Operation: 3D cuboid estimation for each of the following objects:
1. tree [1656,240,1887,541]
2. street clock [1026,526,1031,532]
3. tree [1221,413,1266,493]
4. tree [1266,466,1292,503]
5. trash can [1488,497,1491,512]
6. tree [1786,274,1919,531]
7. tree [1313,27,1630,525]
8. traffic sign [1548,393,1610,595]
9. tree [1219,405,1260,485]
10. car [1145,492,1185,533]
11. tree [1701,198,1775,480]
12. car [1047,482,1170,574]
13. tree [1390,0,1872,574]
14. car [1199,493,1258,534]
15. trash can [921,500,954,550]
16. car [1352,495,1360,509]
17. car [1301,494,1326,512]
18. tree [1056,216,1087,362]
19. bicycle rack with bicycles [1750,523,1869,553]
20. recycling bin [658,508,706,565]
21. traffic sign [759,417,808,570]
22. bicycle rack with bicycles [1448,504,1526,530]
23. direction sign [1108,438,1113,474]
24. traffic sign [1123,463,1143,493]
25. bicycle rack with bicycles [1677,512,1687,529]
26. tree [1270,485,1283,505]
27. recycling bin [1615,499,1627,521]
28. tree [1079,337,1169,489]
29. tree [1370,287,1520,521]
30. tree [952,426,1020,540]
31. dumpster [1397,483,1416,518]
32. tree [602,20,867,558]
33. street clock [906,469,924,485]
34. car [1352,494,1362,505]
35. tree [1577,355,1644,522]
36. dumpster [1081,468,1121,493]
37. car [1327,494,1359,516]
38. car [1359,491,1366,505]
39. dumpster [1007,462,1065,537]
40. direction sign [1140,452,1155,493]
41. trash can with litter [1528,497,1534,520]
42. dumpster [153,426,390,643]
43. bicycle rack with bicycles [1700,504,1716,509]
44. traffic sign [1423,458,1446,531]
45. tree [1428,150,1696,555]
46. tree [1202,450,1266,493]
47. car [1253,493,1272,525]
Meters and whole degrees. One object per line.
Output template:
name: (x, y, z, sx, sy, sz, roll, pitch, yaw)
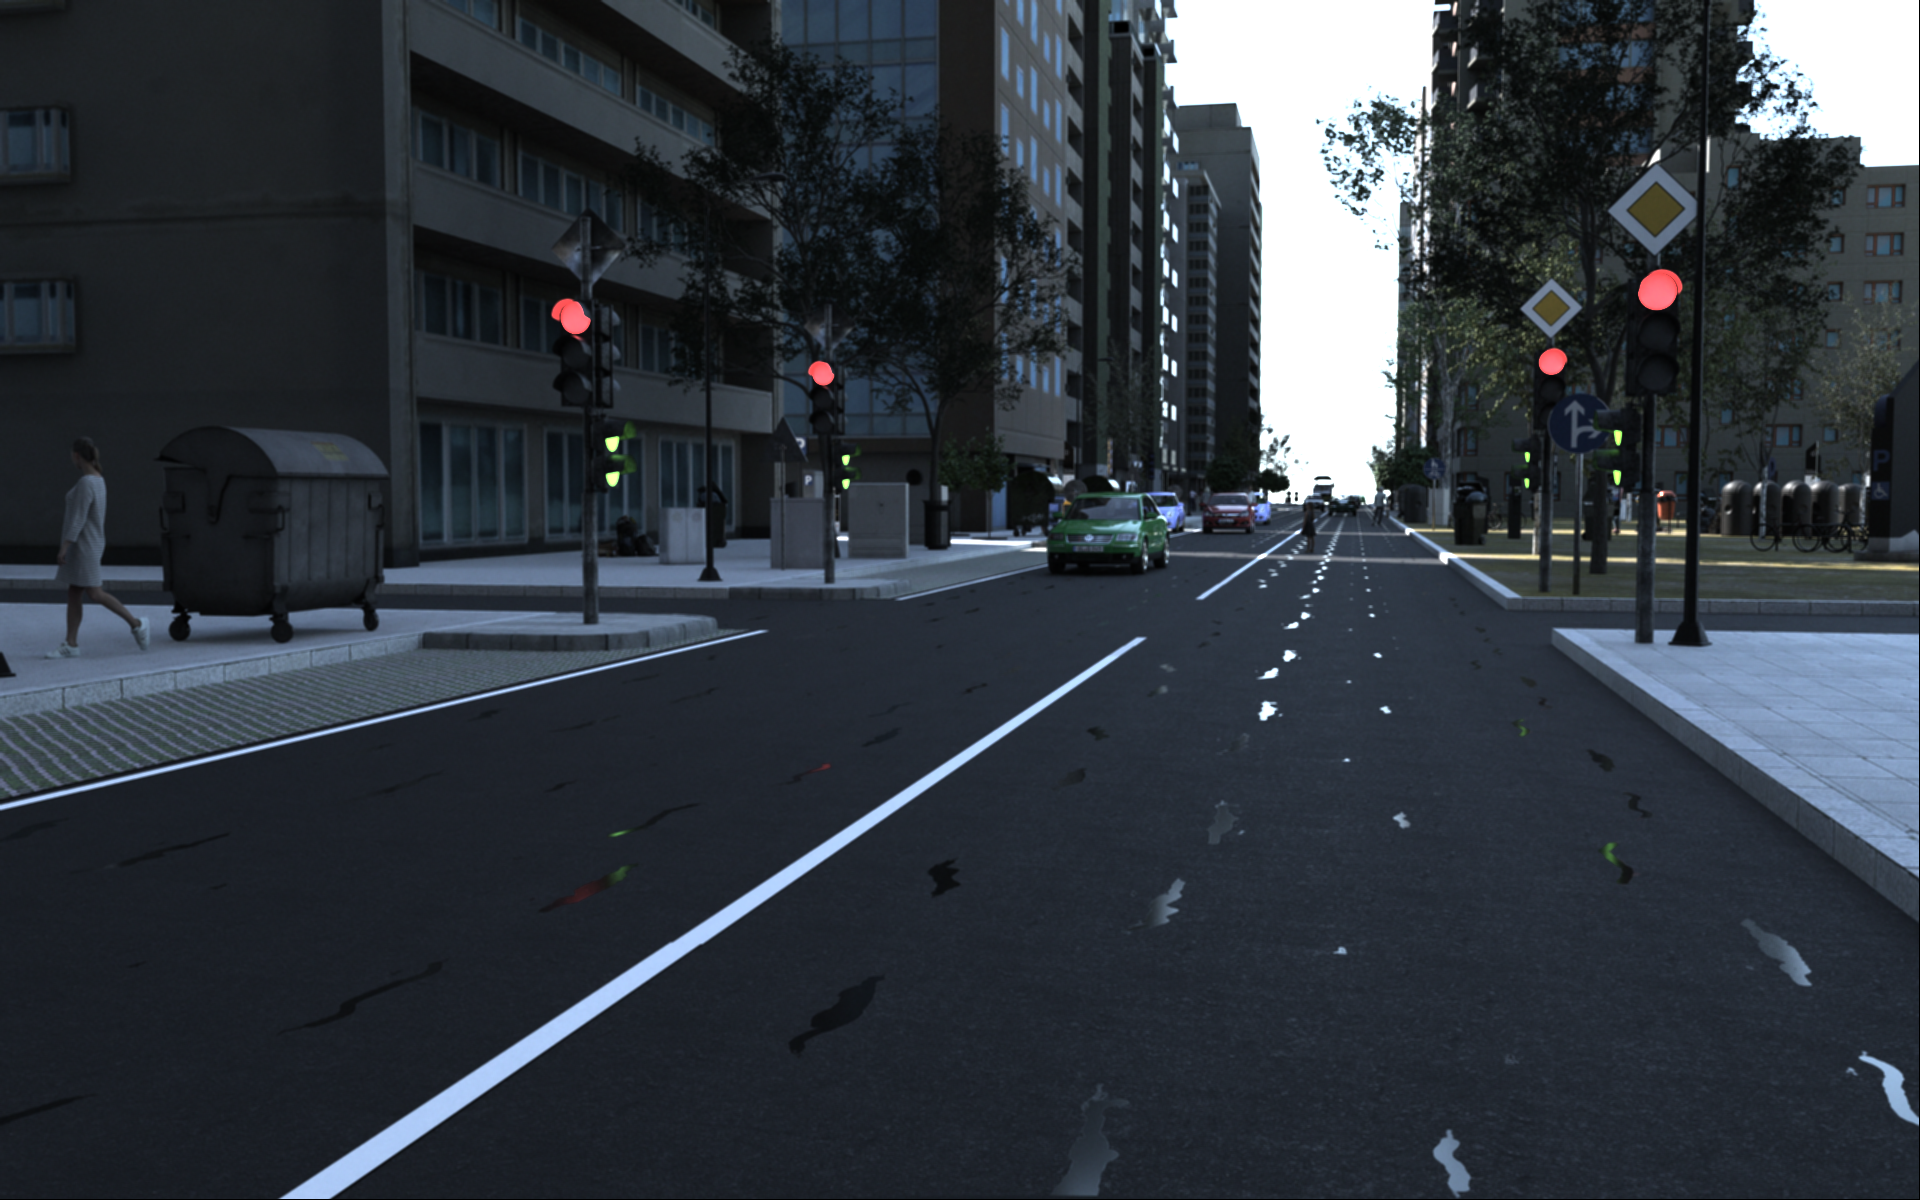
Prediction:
tree: (21.748, -5.914, 47.053, 4.360, 8.622, 3.978, 0, 3, 0)
street clock: (2.280, -3.291, 58.372, 0.471, 2.002, 0.358, -2, 4, -32)
tree: (25.277, -12.576, 155.975, 4.737, 8.622, 4.395, 0, 3, 0)
tree: (35.090, -13.079, 197.548, 4.285, 4.588, 4.351, 0, 3, 0)
trash can: (27.615, -4.863, 91.165, 0.748, 1.137, 0.748, 0, 3, 0)
tree: (31.622, -6.744, 60.631, 4.360, 8.622, 3.978, 0, 3, 0)
tree: (21.042, -13.101, 70.092, 12.611, 20.169, 13.585, 0, 3, 0)
traffic sign: (7.853, -1.339, 21.993, 0.768, 2.556, 0.104, 1, 4, 22)
tree: (29.365, -14.660, 174.097, 7.601, 10.594, 8.767, 3, 5, 44)
car: (7.375, -3.348, 64.323, 1.945, 1.707, 3.694, 1, 4, 12)
tree: (17.960, -5.641, 42.587, 4.737, 8.622, 4.395, 0, 3, 0)
car: (2.830, -1.452, 32.544, 1.959, 1.807, 4.718, 1, 4, 15)
tree: (10.612, -5.708, 27.739, 7.601, 10.594, 8.767, -2, 4, -26)
car: (9.973, -3.373, 64.193, 2.155, 1.783, 4.494, 1, 4, 11)
trash can: (-0.516, -1.735, 40.014, 0.748, 1.137, 0.748, 0, 3, 0)
car: (36.704, -9.208, 163.133, 1.945, 1.354, 3.894, 1, 4, 12)
car: (29.192, -8.143, 142.930, 2.009, 1.686, 4.222, 1, 4, 11)
tree: (-0.800, -6.604, 42.387, 8.767, 10.594, 7.601, 1, 4, 15)
bicycle rack with bicycles: (19.539, -1.531, 38.415, 2.852, 0.926, 2.925, -2, 4, -28)
recycling bin: (-5.096, -1.174, 31.743, 0.722, 1.027, 0.722, -1, 4, -22)
traffic sign: (-2.975, -1.780, 29.100, 0.884, 2.594, 0.081, 1, 4, 19)
bicycle rack with bicycles: (18.809, -2.981, 62.126, 2.925, 0.926, 2.852, 0, 4, 5)
direction sign: (6.074, -4.776, 70.080, 0.379, 3.537, 0.876, 0, 4, -7)
traffic sign: (7.282, -4.475, 73.169, 0.884, 2.594, 0.081, 1, 4, 22)
bicycle rack with bicycles: (27.933, -3.071, 63.586, 2.925, 0.926, 2.852, -1, 4, -18)
tree: (38.197, -13.225, 210.824, 1.663, 3.219, 1.824, 0, 3, 0)
recycling bin: (31.626, -4.342, 83.552, 0.722, 1.027, 0.722, -2, 4, -27)
tree: (7.866, -7.945, 80.256, 4.360, 8.622, 3.978, 0, 3, 0)
tree: (23.372, -9.637, 83.315, 9.928, 11.665, 9.643, 0, 3, 0)
tree: (0.819, -3.339, 49.189, 1.663, 3.219, 1.824, 0, 3, 0)
dumpster: (23.934, -5.287, 92.205, 1.264, 1.857, 1.865, 1, 4, 13)
tree: (-2.882, -6.131, 34.660, 7.601, 10.594, 8.767, 1, 4, 17)
street clock: (-1.317, -2.820, 50.674, 0.471, 2.002, 0.358, 1, 4, 19)
car: (51.203, -13.223, 224.983, 1.959, 1.807, 4.718, 1, 4, 13)
tree: (30.562, -7.900, 79.531, 4.360, 8.622, 3.978, 0, 3, 0)
dumpster: (5.172, -3.827, 65.063, 1.502, 2.255, 1.985, 1, 4, 13)
car: (25.453, -6.323, 115.180, 2.131, 1.459, 4.920, 1, 4, 13)
car: (54.389, -13.878, 235.702, 1.959, 1.807, 4.718, 1, 4, 14)
dumpster: (2.295, -3.064, 52.588, 1.502, 2.255, 1.985, 1, 4, 13)
direction sign: (10.213, -6.268, 94.486, 0.876, 3.537, 0.379, 3, 4, 36)
trash can with litter: (28.400, -4.508, 85.087, 0.624, 1.170, 1.055, 3, 5, 43)
dumpster: (-6.178, -0.604, 15.641, 1.264, 1.857, 1.865, 1, 4, 13)
bicycle rack with bicycles: (26.731, -2.803, 59.210, 2.852, 0.926, 2.925, 1, 4, 15)
traffic sign: (16.664, -3.717, 60.880, 0.768, 2.556, 0.104, 1, 4, 16)
tree: (12.046, -5.248, 36.173, 4.737, 8.622, 4.395, 0, 3, 0)
tree: (21.767, -9.663, 141.709, 4.285, 4.588, 4.351, 0, 3, 0)
car: (13.684, -4.389, 81.352, 1.945, 1.707, 3.694, 1, 4, 12)
